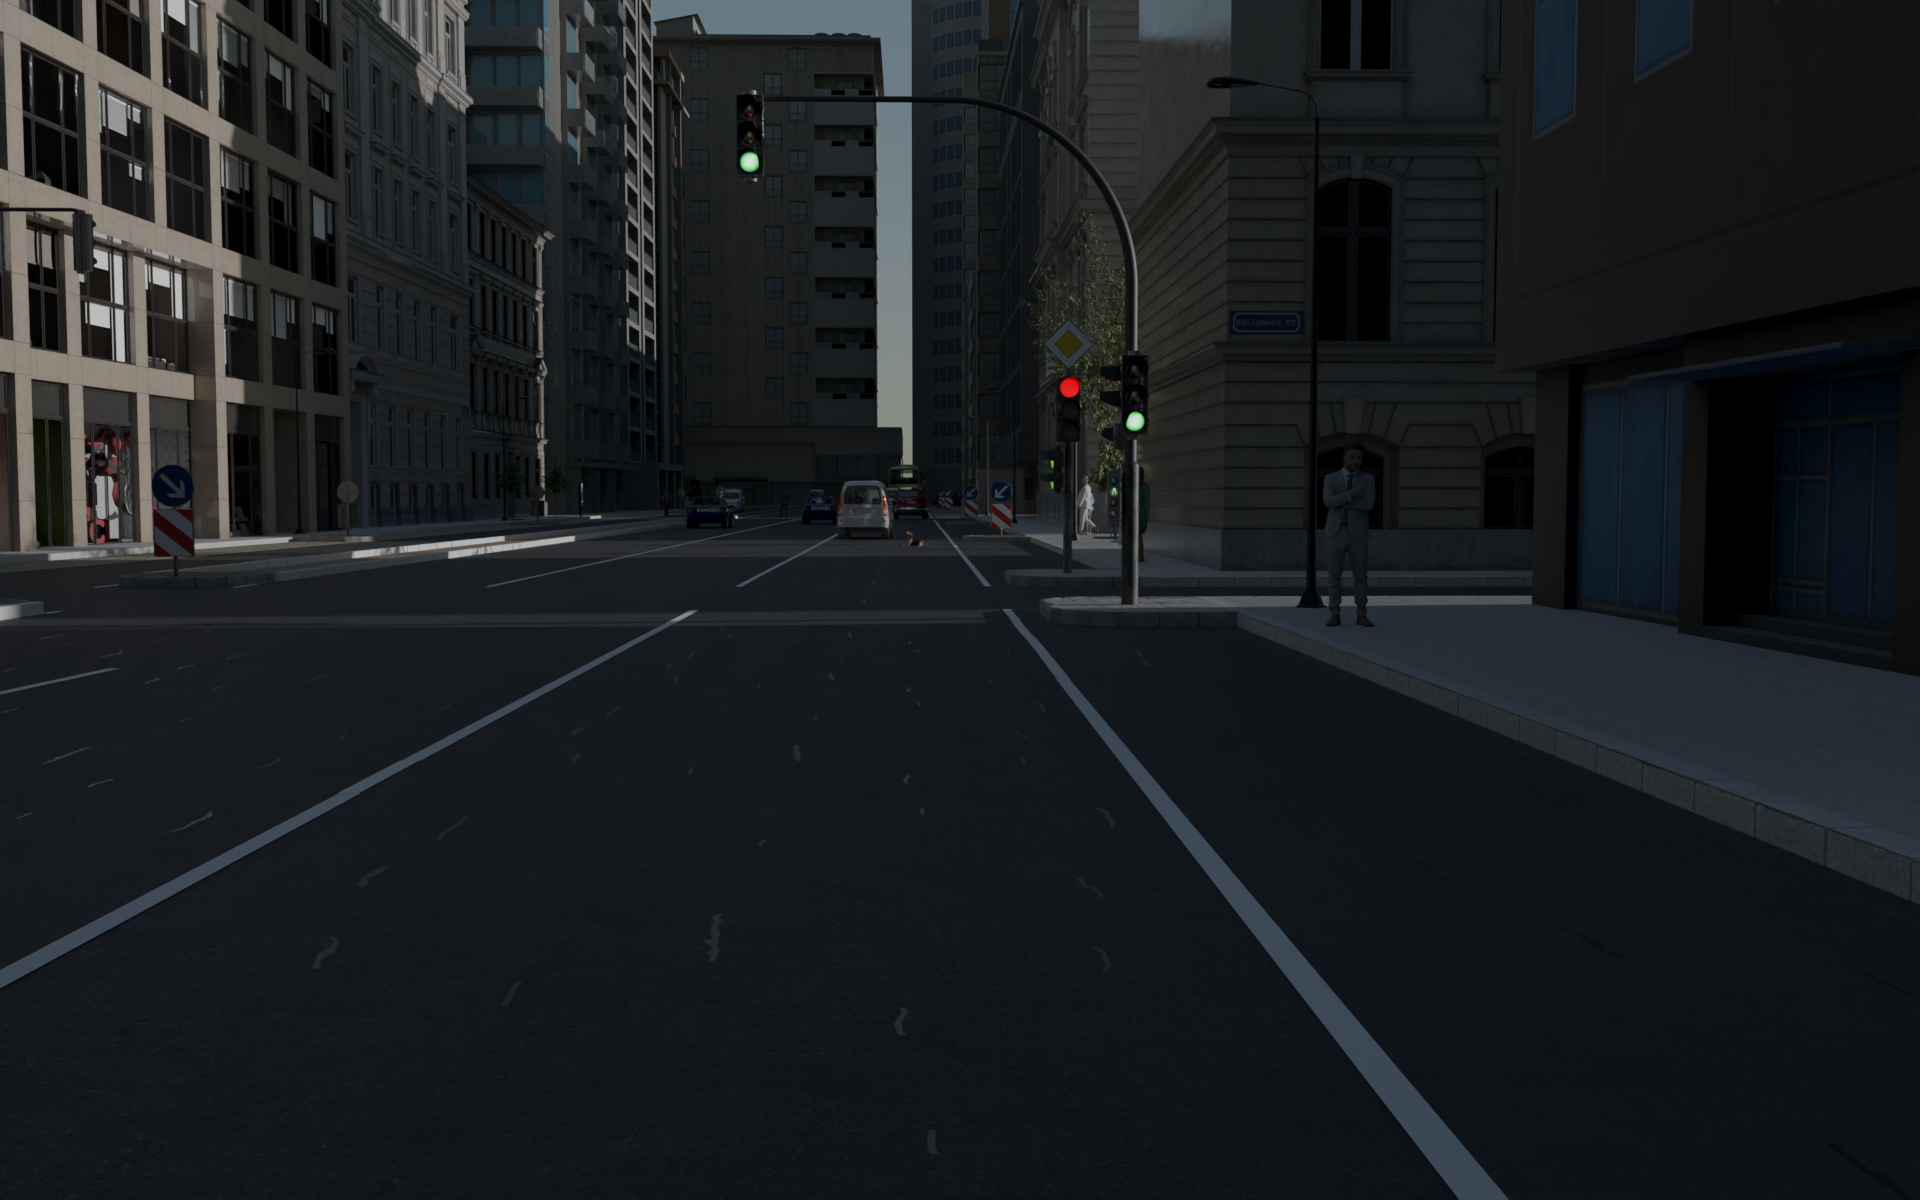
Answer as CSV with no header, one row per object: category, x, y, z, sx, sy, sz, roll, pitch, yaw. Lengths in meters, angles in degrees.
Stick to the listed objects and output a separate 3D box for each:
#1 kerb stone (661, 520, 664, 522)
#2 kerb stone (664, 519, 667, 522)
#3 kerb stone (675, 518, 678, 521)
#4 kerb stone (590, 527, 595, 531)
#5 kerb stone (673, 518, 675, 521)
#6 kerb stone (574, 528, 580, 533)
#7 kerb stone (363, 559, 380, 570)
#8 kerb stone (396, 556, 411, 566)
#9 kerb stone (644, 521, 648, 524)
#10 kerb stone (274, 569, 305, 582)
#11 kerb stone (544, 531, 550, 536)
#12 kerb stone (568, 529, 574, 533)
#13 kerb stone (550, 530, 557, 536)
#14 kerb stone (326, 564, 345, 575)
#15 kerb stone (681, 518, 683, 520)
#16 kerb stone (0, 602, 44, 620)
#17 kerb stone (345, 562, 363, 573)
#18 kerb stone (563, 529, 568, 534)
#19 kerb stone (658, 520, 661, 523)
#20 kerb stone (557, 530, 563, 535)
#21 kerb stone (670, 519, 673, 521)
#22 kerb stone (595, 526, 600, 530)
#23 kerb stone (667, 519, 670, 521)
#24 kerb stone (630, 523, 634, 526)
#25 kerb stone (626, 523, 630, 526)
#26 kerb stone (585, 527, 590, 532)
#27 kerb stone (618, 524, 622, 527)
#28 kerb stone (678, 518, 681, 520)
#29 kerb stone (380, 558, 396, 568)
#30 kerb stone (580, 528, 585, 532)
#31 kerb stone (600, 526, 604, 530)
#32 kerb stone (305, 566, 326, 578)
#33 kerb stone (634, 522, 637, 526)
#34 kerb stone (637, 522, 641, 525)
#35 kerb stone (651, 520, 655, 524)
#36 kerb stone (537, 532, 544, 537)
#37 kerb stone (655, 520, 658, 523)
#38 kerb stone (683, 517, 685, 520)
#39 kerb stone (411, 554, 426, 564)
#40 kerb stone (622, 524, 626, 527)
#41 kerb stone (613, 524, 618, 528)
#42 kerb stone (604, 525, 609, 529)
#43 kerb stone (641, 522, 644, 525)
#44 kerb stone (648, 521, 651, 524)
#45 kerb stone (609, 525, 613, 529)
kerb stone,-14.818,-3.850,85.163,0.120,0.150,1.000,0,4,-2
kerb stone,-14.845,-3.910,86.185,0.120,0.150,1.000,0,4,-2
kerb stone,-14.948,-4.163,90.290,0.120,0.150,1.000,0,4,-2
kerb stone,-14.320,-2.722,66.716,0.120,0.150,1.000,0,4,-2
kerb stone,-14.931,-4.101,89.253,0.120,0.150,1.000,0,4,-2
kerb stone,-14.222,-2.532,63.643,0.120,0.150,1.000,0,4,-2
kerb stone,-11.290,-0.655,32.937,0.120,0.150,1.000,0,4,-2
kerb stone,-11.350,-0.783,34.996,0.120,0.150,1.000,0,4,-2
kerb stone,-14.673,-3.538,80.038,0.120,0.150,1.000,0,4,-2
kerb stone,-11.186,-0.400,28.841,0.120,0.150,1.000,0,4,-2
kerb stone,-14.101,-2.222,58.525,0.120,0.150,1.000,0,4,-2
kerb stone,-14.201,-2.472,62.620,0.120,0.150,1.000,0,4,-2
kerb stone,-14.117,-2.279,59.550,0.120,0.150,1.000,0,4,-2
kerb stone,-11.242,-0.532,30.888,0.120,0.150,1.000,0,4,-2
kerb stone,-15.011,-4.290,92.336,0.120,0.150,1.000,0,4,-2
kerb stone,-10.950,0.128,20.106,0.120,0.150,1.000,0,4,-2
kerb stone,-11.267,-0.594,31.914,0.120,0.150,1.000,0,4,-2
kerb stone,-14.175,-2.410,61.598,0.120,0.150,1.000,0,4,-2
kerb stone,-14.784,-3.789,84.142,0.120,0.150,1.000,0,4,-2
kerb stone,-14.149,-2.347,60.576,0.120,0.150,1.000,0,4,-2
kerb stone,-14.895,-4.039,88.232,0.120,0.150,1.000,0,4,-2
kerb stone,-14.342,-2.785,67.738,0.120,0.150,1.000,0,4,-2
kerb stone,-14.876,-3.976,87.207,0.120,0.150,1.000,0,4,-2
kerb stone,-14.565,-3.283,75.949,0.120,0.150,1.000,0,4,-2
kerb stone,-14.539,-3.225,74.927,0.120,0.150,1.000,0,4,-2
kerb stone,-14.291,-2.661,65.695,0.120,0.150,1.000,0,4,-2
kerb stone,-14.478,-3.100,72.876,0.120,0.150,1.000,0,4,-2
kerb stone,-14.983,-4.227,91.315,0.120,0.150,1.000,0,4,-2
kerb stone,-11.325,-0.719,33.963,0.120,0.150,1.000,0,4,-2
kerb stone,-14.252,-2.598,64.673,0.120,0.150,1.000,0,4,-2
kerb stone,-14.369,-2.846,68.763,0.120,0.150,1.000,0,4,-2
kerb stone,-11.211,-0.464,29.862,0.120,0.150,1.000,0,4,-2
kerb stone,-14.588,-3.347,76.971,0.120,0.150,1.000,0,4,-2
kerb stone,-14.610,-3.413,77.993,0.120,0.150,1.000,0,4,-2
kerb stone,-14.723,-3.659,82.087,0.120,0.150,1.000,0,4,-2
kerb stone,-14.055,-2.160,57.504,0.120,0.150,1.000,0,4,-2
kerb stone,-14.754,-3.726,83.108,0.120,0.150,1.000,0,4,-2
kerb stone,-15.039,-4.351,93.358,0.120,0.150,1.000,0,4,-2
kerb stone,-11.375,-0.846,36.032,0.120,0.150,1.000,0,4,-2
kerb stone,-14.506,-3.155,73.905,0.120,0.150,1.000,0,4,-2
kerb stone,-14.448,-3.037,71.854,0.120,0.150,1.000,0,4,-2
kerb stone,-14.397,-2.904,69.795,0.120,0.150,1.000,0,4,-2
kerb stone,-14.650,-3.475,79.015,0.120,0.150,1.000,0,4,-2
kerb stone,-14.702,-3.600,81.060,0.120,0.150,1.000,0,4,-2
kerb stone,-14.427,-2.970,70.817,0.120,0.150,1.000,0,4,-2
